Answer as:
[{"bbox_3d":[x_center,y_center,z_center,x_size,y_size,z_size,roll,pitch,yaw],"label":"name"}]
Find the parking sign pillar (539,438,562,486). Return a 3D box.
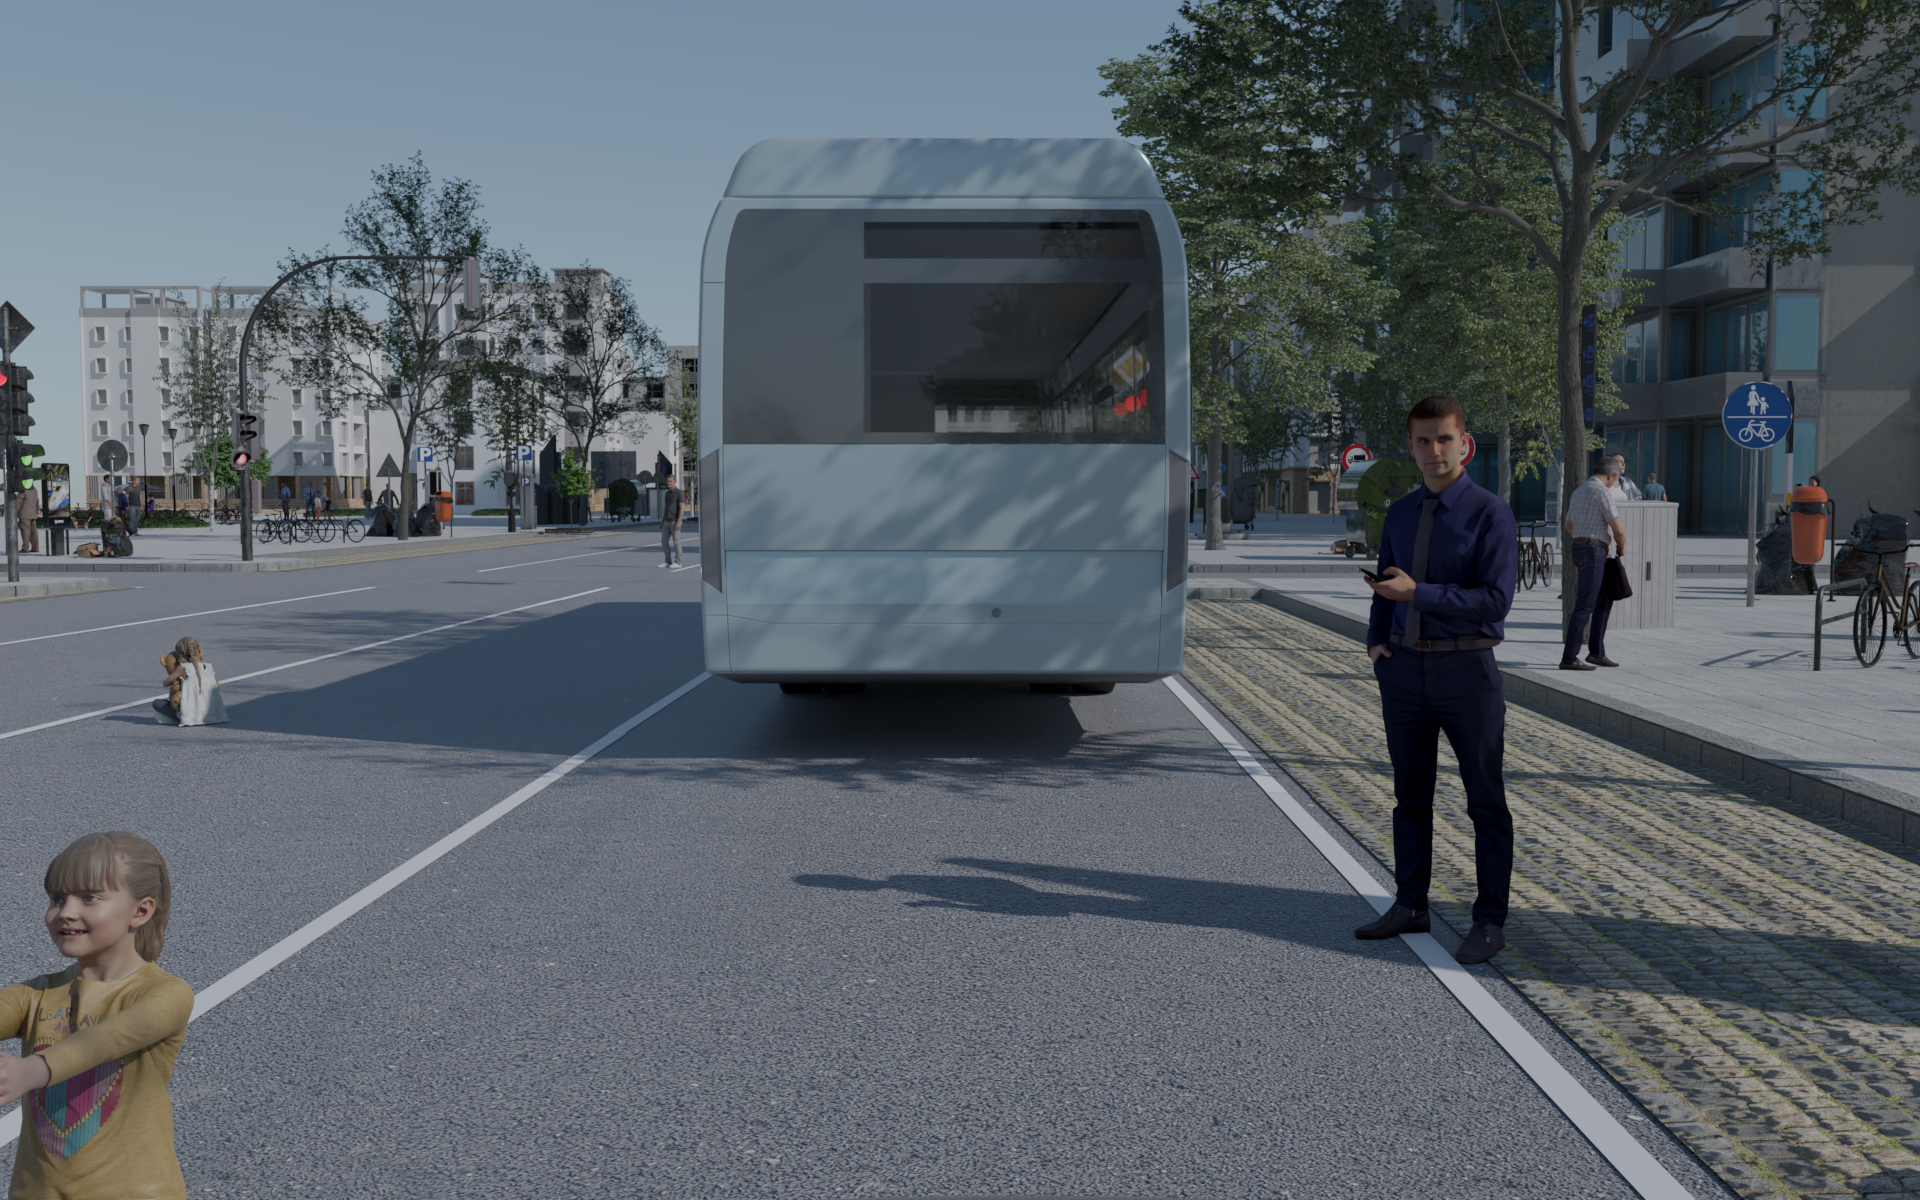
[{"bbox_3d":[-18.785,-5.566,79.478,1.447,3.967,1.447,-3,5,-44],"label":"parking sign pillar"}]

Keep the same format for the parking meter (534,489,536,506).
[{"bbox_3d":[-17.012,-3.692,68.774,0.372,1.533,0.369,0,3,0],"label":"parking meter"}]

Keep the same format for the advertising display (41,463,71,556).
[{"bbox_3d":[-18.777,-1.883,35.997,0.123,1.923,0.974,0,4,-1],"label":"advertising display"}]

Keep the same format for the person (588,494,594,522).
[{"bbox_3d":[-17.275,-4.315,80.503,0.340,1.345,0.435,3,4,37],"label":"person"}]

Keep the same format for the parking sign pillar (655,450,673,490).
[{"bbox_3d":[-18.183,-7.210,106.358,1.447,3.967,1.447,-3,5,-45],"label":"parking sign pillar"}]

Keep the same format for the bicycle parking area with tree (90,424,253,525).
[{"bbox_3d":[-34.044,-5.282,73.366,9.016,4.147,8.231,0,4,1],"label":"bicycle parking area with tree"}]

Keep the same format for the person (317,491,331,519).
[{"bbox_3d":[-29.880,-4.403,81.220,0.628,1.438,0.799,1,4,11],"label":"person"}]

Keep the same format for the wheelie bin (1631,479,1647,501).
[{"bbox_3d":[14.022,-1.744,36.427,0.693,1.594,0.980,0,4,0],"label":"wheelie bin"}]

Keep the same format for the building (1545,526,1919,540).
[{"bbox_3d":[35.646,-26.736,56.748,30.456,49.044,23.786,0,4,1],"label":"building"}]

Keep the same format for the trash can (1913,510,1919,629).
[{"bbox_3d":[8.729,-0.213,15.129,0.748,1.137,0.748,0,3,0],"label":"trash can"}]

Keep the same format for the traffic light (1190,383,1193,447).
[{"bbox_3d":[1.021,-3.067,24.819,4.771,5.953,1.251,0,4,1],"label":"traffic light"}]

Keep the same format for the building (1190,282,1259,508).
[{"bbox_3d":[30.287,-17.521,152.920,16.747,18.905,31.486,0,4,1],"label":"building"}]

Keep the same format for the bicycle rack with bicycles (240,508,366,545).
[{"bbox_3d":[-17.386,-1.941,45.115,2.925,0.926,2.852,2,4,28],"label":"bicycle rack with bicycles"}]

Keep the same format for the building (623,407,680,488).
[{"bbox_3d":[-41.936,-13.826,168.197,28.070,9.664,9.099,0,4,1],"label":"building"}]

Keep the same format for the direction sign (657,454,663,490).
[{"bbox_3d":[-17.000,-6.497,98.226,0.379,3.537,0.876,1,4,9],"label":"direction sign"}]

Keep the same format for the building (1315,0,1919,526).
[{"bbox_3d":[32.444,-28.841,91.163,23.786,49.044,30.456,0,4,1],"label":"building"}]

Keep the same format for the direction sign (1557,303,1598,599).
[{"bbox_3d":[7.510,-1.779,21.088,0.379,3.537,0.876,0,4,-5],"label":"direction sign"}]

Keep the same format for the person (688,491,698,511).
[{"bbox_3d":[-20.520,-7.778,134.043,1.217,1.723,0.721,2,4,32],"label":"person"}]

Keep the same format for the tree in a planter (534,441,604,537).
[{"bbox_3d":[-13.006,-3.708,57.847,1.991,3.239,1.994,0,4,1],"label":"tree in a planter"}]

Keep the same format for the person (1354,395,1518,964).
[{"bbox_3d":[1.465,0.230,5.445,0.576,1.737,0.504,3,5,43],"label":"person"}]

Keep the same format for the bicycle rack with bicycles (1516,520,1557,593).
[{"bbox_3d":[8.103,-0.603,23.244,2.852,0.926,2.925,3,4,39],"label":"bicycle rack with bicycles"}]

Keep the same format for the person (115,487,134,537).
[{"bbox_3d":[-24.889,-2.606,51.343,0.600,1.496,0.574,-1,4,-9],"label":"person"}]

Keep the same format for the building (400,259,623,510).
[{"bbox_3d":[-36.299,-17.528,142.997,16.016,20.091,11.380,0,4,1],"label":"building"}]

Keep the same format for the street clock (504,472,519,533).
[{"bbox_3d":[-14.956,-3.252,57.747,0.471,2.002,0.358,2,4,29],"label":"street clock"}]

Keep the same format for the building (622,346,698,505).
[{"bbox_3d":[-34.636,-21.297,214.668,31.486,18.905,16.747,0,4,1],"label":"building"}]

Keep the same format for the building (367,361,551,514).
[{"bbox_3d":[-33.444,-11.073,123.192,9.099,9.664,28.070,0,4,1],"label":"building"}]

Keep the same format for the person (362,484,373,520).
[{"bbox_3d":[-29.611,-4.923,86.656,0.434,1.807,0.598,3,5,42],"label":"person"}]

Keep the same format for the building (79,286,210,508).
[{"bbox_3d":[-73.586,-18.807,163.908,11.380,20.091,16.016,0,4,1],"label":"building"}]

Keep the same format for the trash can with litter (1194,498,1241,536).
[{"bbox_3d":[8.103,-2.587,53.353,2.233,1.210,1.678,-2,4,-28],"label":"trash can with litter"}]

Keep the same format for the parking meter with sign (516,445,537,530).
[{"bbox_3d":[-15.604,-4.052,62.509,0.543,3.016,1.738,0,4,-6],"label":"parking meter with sign"}]

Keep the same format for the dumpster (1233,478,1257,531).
[{"bbox_3d":[9.824,-3.411,61.536,1.264,1.857,1.865,0,4,1],"label":"dumpster"}]

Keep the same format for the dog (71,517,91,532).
[{"bbox_3d":[-29.999,-2.586,59.109,0.406,0.507,0.540,1,4,16],"label":"dog"}]

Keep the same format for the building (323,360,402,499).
[{"bbox_3d":[-66.119,-21.323,215.093,31.486,18.905,16.747,0,4,1],"label":"building"}]

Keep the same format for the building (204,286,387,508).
[{"bbox_3d":[-61.840,-18.816,164.067,11.380,20.091,16.016,0,4,1],"label":"building"}]

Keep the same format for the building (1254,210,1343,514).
[{"bbox_3d":[29.367,-16.060,118.994,16.016,20.091,11.380,0,4,1],"label":"building"}]

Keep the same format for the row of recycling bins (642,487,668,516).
[{"bbox_3d":[-18.062,-5.834,102.502,1.069,1.692,3.534,-2,4,-27],"label":"row of recycling bins"}]

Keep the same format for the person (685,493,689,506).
[{"bbox_3d":[-28.634,-10.499,180.917,0.991,1.433,0.599,2,4,33],"label":"person"}]

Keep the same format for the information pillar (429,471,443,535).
[{"bbox_3d":[-16.542,-3.066,54.629,0.304,2.012,0.304,1,4,8],"label":"information pillar"}]

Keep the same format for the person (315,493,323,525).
[{"bbox_3d":[-26.654,-3.795,71.995,0.435,1.345,0.340,3,4,36],"label":"person"}]

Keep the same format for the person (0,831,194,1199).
[{"bbox_3d":[-1.451,0.836,2.761,0.347,0.859,0.695,0,4,3],"label":"person"}]

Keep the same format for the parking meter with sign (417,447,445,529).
[{"bbox_3d":[-19.321,-4.110,63.461,0.543,3.016,1.738,-2,4,-35],"label":"parking meter with sign"}]

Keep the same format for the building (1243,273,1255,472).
[{"bbox_3d":[29.729,-16.759,130.433,16.016,20.091,11.380,0,4,1],"label":"building"}]

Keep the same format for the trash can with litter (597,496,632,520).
[{"bbox_3d":[-17.059,-4.600,86.262,2.233,1.210,1.678,-1,4,-16],"label":"trash can with litter"}]

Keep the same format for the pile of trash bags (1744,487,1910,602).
[{"bbox_3d":[10.957,-0.748,21.980,1.912,1.369,3.447,2,4,32],"label":"pile of trash bags"}]

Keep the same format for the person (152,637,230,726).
[{"bbox_3d":[-4.798,0.499,10.819,0.357,0.543,0.381,2,4,25],"label":"person"}]

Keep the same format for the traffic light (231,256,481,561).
[{"bbox_3d":[-11.584,-3.578,33.166,4.771,5.953,1.251,0,4,1],"label":"traffic light"}]

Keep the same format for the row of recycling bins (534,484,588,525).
[{"bbox_3d":[-17.043,-4.066,73.591,1.069,1.692,3.534,2,4,25],"label":"row of recycling bins"}]

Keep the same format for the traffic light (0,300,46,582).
[{"bbox_3d":[-13.805,-2.218,25.181,0.839,4.253,0.868,0,4,1],"label":"traffic light"}]

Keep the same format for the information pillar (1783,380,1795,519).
[{"bbox_3d":[16.982,-2.700,35.494,0.183,3.616,0.504,1,4,18],"label":"information pillar"}]

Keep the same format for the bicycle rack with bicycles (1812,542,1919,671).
[{"bbox_3d":[7.655,0.038,12.756,2.852,0.926,2.925,3,4,38],"label":"bicycle rack with bicycles"}]

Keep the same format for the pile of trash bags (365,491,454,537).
[{"bbox_3d":[-16.286,-2.581,51.958,3.447,1.369,1.912,3,5,40],"label":"pile of trash bags"}]

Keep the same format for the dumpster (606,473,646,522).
[{"bbox_3d":[-15.231,-4.677,78.963,1.502,2.255,1.985,0,4,1],"label":"dumpster"}]

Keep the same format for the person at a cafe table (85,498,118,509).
[{"bbox_3d":[-52.135,-5.946,105.734,1.622,1.524,1.698,1,4,17],"label":"person at a cafe table"}]

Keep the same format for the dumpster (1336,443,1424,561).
[{"bbox_3d":[8.316,-1.923,33.931,1.502,2.255,1.985,0,4,1],"label":"dumpster"}]

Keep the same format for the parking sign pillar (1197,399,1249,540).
[{"bbox_3d":[7.427,-3.688,48.771,1.447,3.967,1.447,1,4,16],"label":"parking sign pillar"}]

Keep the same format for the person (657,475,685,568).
[{"bbox_3d":[-5.621,-1.530,33.648,0.434,1.807,0.598,-3,4,-36],"label":"person"}]

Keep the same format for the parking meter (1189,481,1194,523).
[{"bbox_3d":[10.069,-4.311,76.196,0.399,1.863,0.255,-3,4,-37],"label":"parking meter"}]
